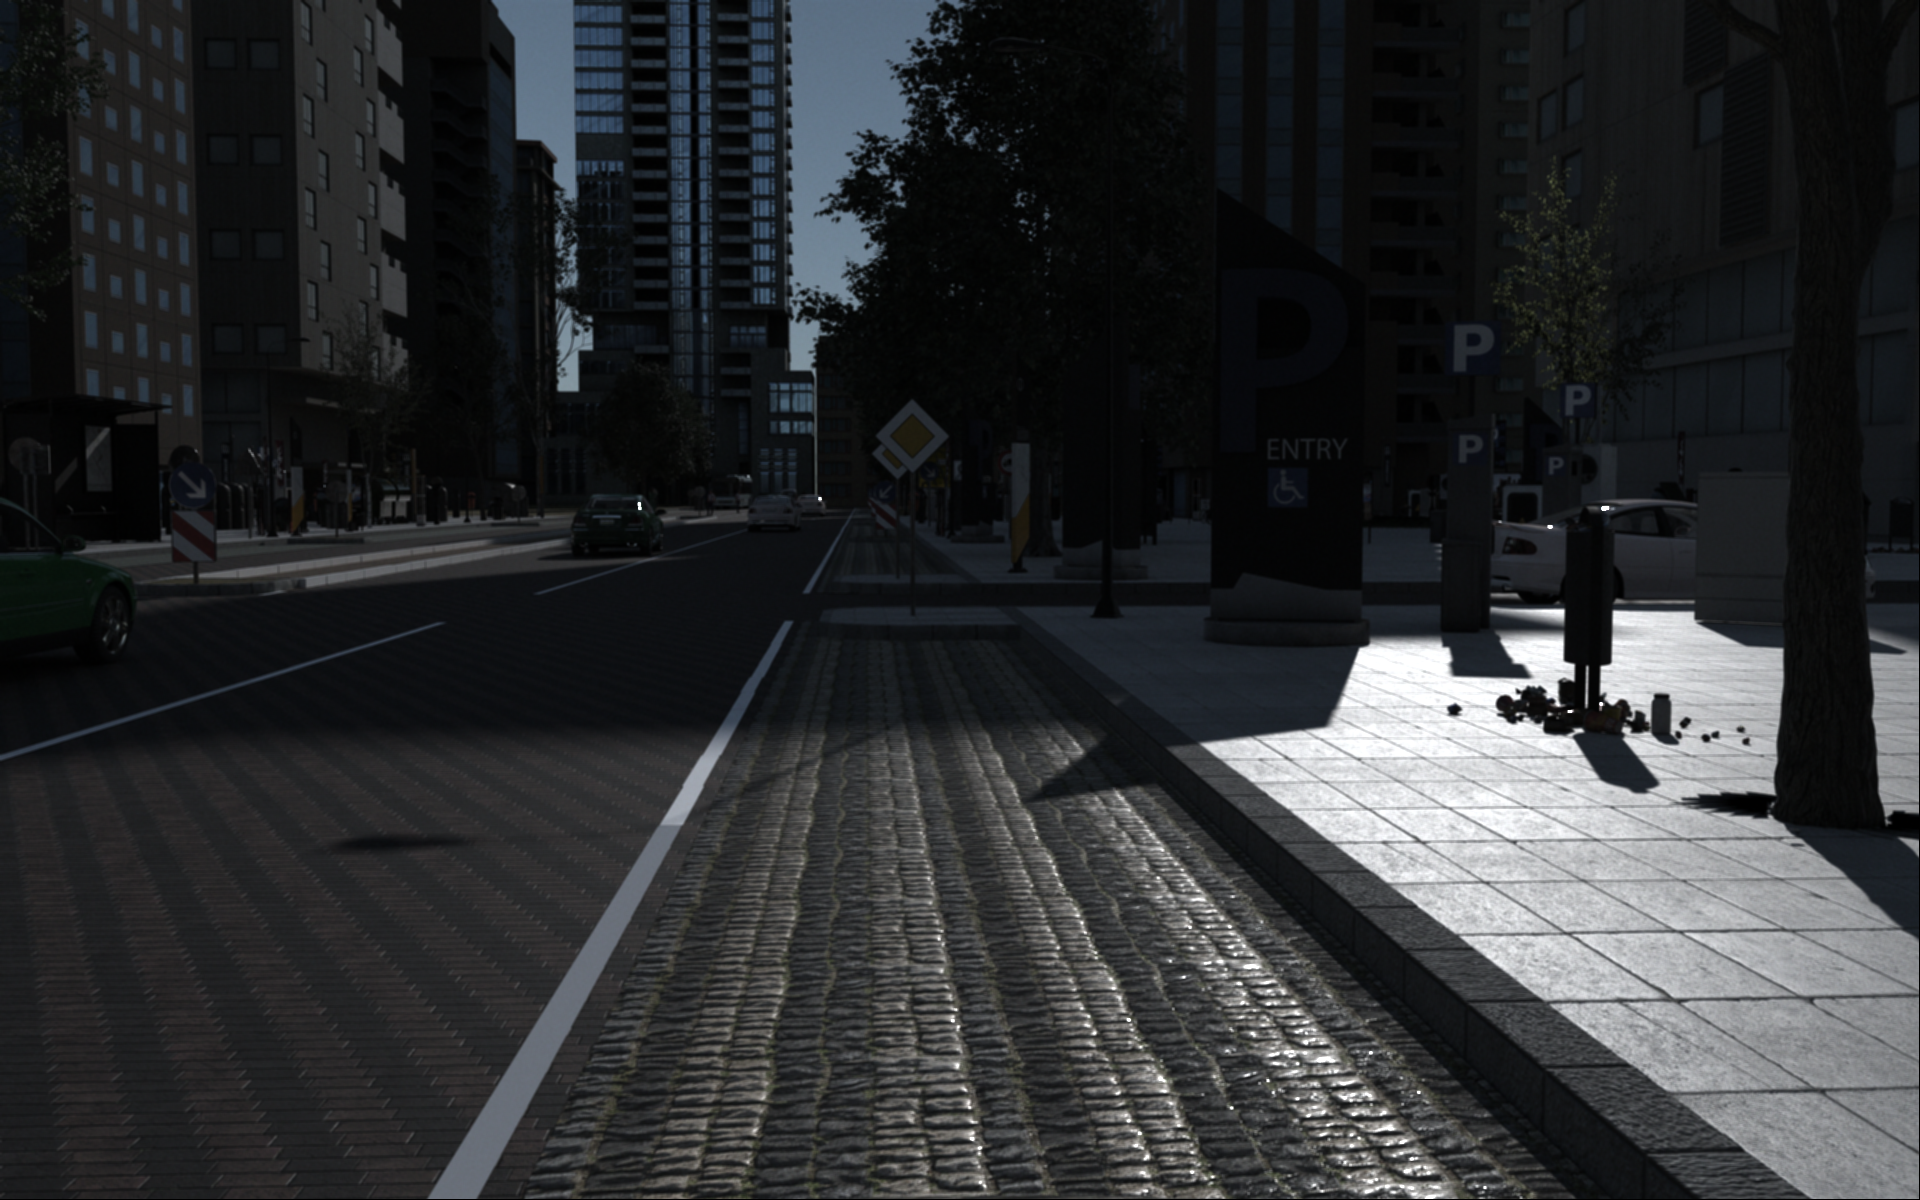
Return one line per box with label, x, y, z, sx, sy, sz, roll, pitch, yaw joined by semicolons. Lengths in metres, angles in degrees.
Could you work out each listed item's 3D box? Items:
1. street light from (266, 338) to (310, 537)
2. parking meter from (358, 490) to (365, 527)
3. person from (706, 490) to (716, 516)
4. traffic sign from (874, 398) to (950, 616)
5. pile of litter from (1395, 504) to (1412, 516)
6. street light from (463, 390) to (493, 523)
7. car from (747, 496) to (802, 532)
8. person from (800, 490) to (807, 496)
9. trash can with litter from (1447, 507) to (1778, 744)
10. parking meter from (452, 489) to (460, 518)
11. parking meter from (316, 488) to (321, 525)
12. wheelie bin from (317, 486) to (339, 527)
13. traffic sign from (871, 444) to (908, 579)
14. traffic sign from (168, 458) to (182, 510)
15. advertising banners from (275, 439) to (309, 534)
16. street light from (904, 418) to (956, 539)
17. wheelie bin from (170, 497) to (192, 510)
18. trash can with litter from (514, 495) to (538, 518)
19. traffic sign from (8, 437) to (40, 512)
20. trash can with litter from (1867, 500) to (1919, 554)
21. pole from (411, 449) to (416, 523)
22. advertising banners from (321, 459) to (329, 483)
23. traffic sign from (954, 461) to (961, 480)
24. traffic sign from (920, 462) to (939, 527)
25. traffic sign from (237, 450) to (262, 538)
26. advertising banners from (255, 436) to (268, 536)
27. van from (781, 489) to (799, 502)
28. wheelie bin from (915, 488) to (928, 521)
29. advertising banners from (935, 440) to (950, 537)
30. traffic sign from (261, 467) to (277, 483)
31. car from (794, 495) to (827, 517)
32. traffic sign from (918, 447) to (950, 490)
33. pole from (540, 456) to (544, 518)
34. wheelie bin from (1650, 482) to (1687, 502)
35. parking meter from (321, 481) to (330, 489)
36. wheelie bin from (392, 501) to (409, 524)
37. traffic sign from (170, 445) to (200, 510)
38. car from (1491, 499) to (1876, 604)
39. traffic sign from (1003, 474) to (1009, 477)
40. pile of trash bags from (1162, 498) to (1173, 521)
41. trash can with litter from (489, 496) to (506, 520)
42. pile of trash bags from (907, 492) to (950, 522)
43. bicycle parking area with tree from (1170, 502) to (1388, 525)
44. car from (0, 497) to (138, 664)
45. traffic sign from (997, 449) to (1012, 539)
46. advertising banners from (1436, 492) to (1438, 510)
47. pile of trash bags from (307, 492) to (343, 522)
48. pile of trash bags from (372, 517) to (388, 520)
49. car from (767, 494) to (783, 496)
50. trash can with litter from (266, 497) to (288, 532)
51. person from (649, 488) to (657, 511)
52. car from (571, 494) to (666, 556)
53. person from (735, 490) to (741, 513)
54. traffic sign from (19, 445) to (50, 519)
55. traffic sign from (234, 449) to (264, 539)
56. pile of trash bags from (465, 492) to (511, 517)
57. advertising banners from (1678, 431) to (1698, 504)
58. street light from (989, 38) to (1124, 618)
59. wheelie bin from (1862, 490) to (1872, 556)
street light;-19.973;-4.830;51.517;1.470;5.913;1.316;0;4;-3
parking meter;-23.608;-3.654;68.150;0.372;1.533;0.369;0;3;0
person;-16.595;-6.464;115.121;0.436;1.711;0.756;-3;5;-42
traffic sign;-0.500;-0.890;18.194;0.795;2.450;0.064;0;4;-3
pile of litter;18.940;-3.689;74.280;1.176;0.858;1.719;-2;4;-23
street light;-21.526;-6.415;77.421;1.470;5.913;1.316;0;4;-3
car;-7.184;-3.351;67.143;2.083;1.381;4.827;0;4;-2
person;-15.083;-9.695;167.044;1.348;1.821;0.705;1;4;23
trash can with litter;3.695;0.062;10.038;1.678;1.210;2.233;1;4;12
parking meter;-27.416;-5.248;94.215;0.372;1.533;0.369;0;3;0
parking meter;-26.514;-3.884;71.920;0.372;1.533;0.369;0;3;0
wheelie bin;-24.389;-3.606;66.865;0.693;1.594;0.980;0;4;6
traffic sign;-0.943;-1.378;26.167;0.795;2.450;0.064;0;4;-3
traffic sign;-23.793;-3.225;52.828;0.768;2.556;0.104;0;4;6
advertising banners;-21.762;-3.683;56.407;0.090;3.025;2.074;0;4;6
street light;-0.772;-4.711;49.564;1.470;5.913;1.316;0;4;-3
wheelie bin;-26.310;-3.113;58.810;0.693;1.594;0.980;2;4;23
trash can with litter;-23.948;-5.117;94.720;1.678;1.210;2.233;0;4;0
traffic sign;-20.935;-2.368;38.821;0.768;2.556;0.104;0;4;-2
trash can with litter;20.429;-1.655;38.120;1.678;1.210;2.233;-2;4;-26
pole;-24.521;-5.133;77.773;0.158;3.312;0.155;0;3;0
advertising banners;-31.397;-5.557;87.050;0.090;3.025;2.074;1;4;18
traffic sign;0.108;-3.108;52.943;0.606;2.300;0.079;0;4;-2
traffic sign;-1.202;-4.156;68.057;0.768;2.556;0.104;0;4;2
traffic sign;-20.663;-3.074;50.373;0.768;2.556;0.104;0;4;5
advertising banners;-21.404;-3.479;53.076;0.090;3.025;2.074;-2;4;-31
van;-15.573;-9.264;158.485;2.013;2.044;4.112;0;4;-3
wheelie bin;-1.993;-4.617;83.393;0.693;1.594;0.980;-3;4;-38
advertising banners;-0.526;-3.420;52.112;0.090;3.025;2.074;-1;4;-11
traffic sign;-26.389;-3.917;66.169;0.606;2.300;0.079;0;4;6
car;-9.320;-5.837;107.802;2.083;1.381;4.827;0;4;-3
traffic sign;-0.652;-4.913;74.199;2.265;3.308;0.079;0;4;1
pole;-22.438;-6.060;92.916;0.158;3.312;0.155;0;3;0
wheelie bin;18.519;-2.292;45.375;0.980;1.594;0.693;-2;4;-29
parking meter;-28.546;-4.417;77.928;0.399;1.863;0.255;-2;4;-28
wheelie bin;-24.455;-4.137;75.553;0.980;1.594;0.693;3;5;39
traffic sign;-20.215;-2.757;45.180;0.768;2.556;0.104;0;4;0
car;8.860;-0.566;21.610;4.827;1.381;2.083;0;4;-2
traffic sign;1.537;-3.172;51.965;0.768;2.556;0.104;0;4;2
pile of trash bags;8.865;-4.474;82.903;1.912;1.369;3.447;2;4;27
trash can with litter;-22.747;-4.521;85.311;0.624;1.170;1.055;0;4;3
pile of trash bags;-0.752;-4.247;79.183;3.447;1.369;1.912;1;4;12
bicycle parking area with tree;13.479;-5.283;73.384;8.231;4.147;9.016;0;4;-6
car;-7.954;-0.269;13.196;1.959;1.807;4.718;0;4;-2
traffic sign;1.431;-2.999;49.139;0.768;2.556;0.104;0;3;0
advertising banners;27.766;-6.548;103.246;2.074;3.025;0.090;-1;4;-20
pile of trash bags;-29.539;-4.327;80.497;1.912;1.369;3.447;-1;4;-11
pile of trash bags;-28.664;-4.607;85.073;3.447;1.369;1.912;0;4;-4
car;-14.871;-7.800;139.332;2.131;1.459;4.920;0;4;-3
trash can with litter;-23.022;-2.884;58.541;0.624;1.170;1.055;0;4;6
person;-17.462;-5.466;98.113;0.529;1.795;0.600;-3;4;-36
car;-8.198;-1.822;41.595;2.131;1.459;4.920;0;4;-5
person;-16.578;-7.370;129.930;0.436;1.711;0.756;2;4;26
traffic sign;-19.356;-2.087;36.257;0.606;2.300;0.079;0;4;-2
traffic sign;-20.329;-3.028;49.508;0.884;2.594;0.081;0;4;4
pile of trash bags;-26.225;-5.390;97.873;3.447;1.369;1.912;-2;4;-27
advertising banners;19.971;-3.130;47.370;0.090;3.025;2.074;0;4;4
street light;0.992;-2.771;17.841;1.470;5.913;1.316;0;4;-3
wheelie bin;18.005;-1.656;34.983;0.693;1.594;0.980;2;4;26
